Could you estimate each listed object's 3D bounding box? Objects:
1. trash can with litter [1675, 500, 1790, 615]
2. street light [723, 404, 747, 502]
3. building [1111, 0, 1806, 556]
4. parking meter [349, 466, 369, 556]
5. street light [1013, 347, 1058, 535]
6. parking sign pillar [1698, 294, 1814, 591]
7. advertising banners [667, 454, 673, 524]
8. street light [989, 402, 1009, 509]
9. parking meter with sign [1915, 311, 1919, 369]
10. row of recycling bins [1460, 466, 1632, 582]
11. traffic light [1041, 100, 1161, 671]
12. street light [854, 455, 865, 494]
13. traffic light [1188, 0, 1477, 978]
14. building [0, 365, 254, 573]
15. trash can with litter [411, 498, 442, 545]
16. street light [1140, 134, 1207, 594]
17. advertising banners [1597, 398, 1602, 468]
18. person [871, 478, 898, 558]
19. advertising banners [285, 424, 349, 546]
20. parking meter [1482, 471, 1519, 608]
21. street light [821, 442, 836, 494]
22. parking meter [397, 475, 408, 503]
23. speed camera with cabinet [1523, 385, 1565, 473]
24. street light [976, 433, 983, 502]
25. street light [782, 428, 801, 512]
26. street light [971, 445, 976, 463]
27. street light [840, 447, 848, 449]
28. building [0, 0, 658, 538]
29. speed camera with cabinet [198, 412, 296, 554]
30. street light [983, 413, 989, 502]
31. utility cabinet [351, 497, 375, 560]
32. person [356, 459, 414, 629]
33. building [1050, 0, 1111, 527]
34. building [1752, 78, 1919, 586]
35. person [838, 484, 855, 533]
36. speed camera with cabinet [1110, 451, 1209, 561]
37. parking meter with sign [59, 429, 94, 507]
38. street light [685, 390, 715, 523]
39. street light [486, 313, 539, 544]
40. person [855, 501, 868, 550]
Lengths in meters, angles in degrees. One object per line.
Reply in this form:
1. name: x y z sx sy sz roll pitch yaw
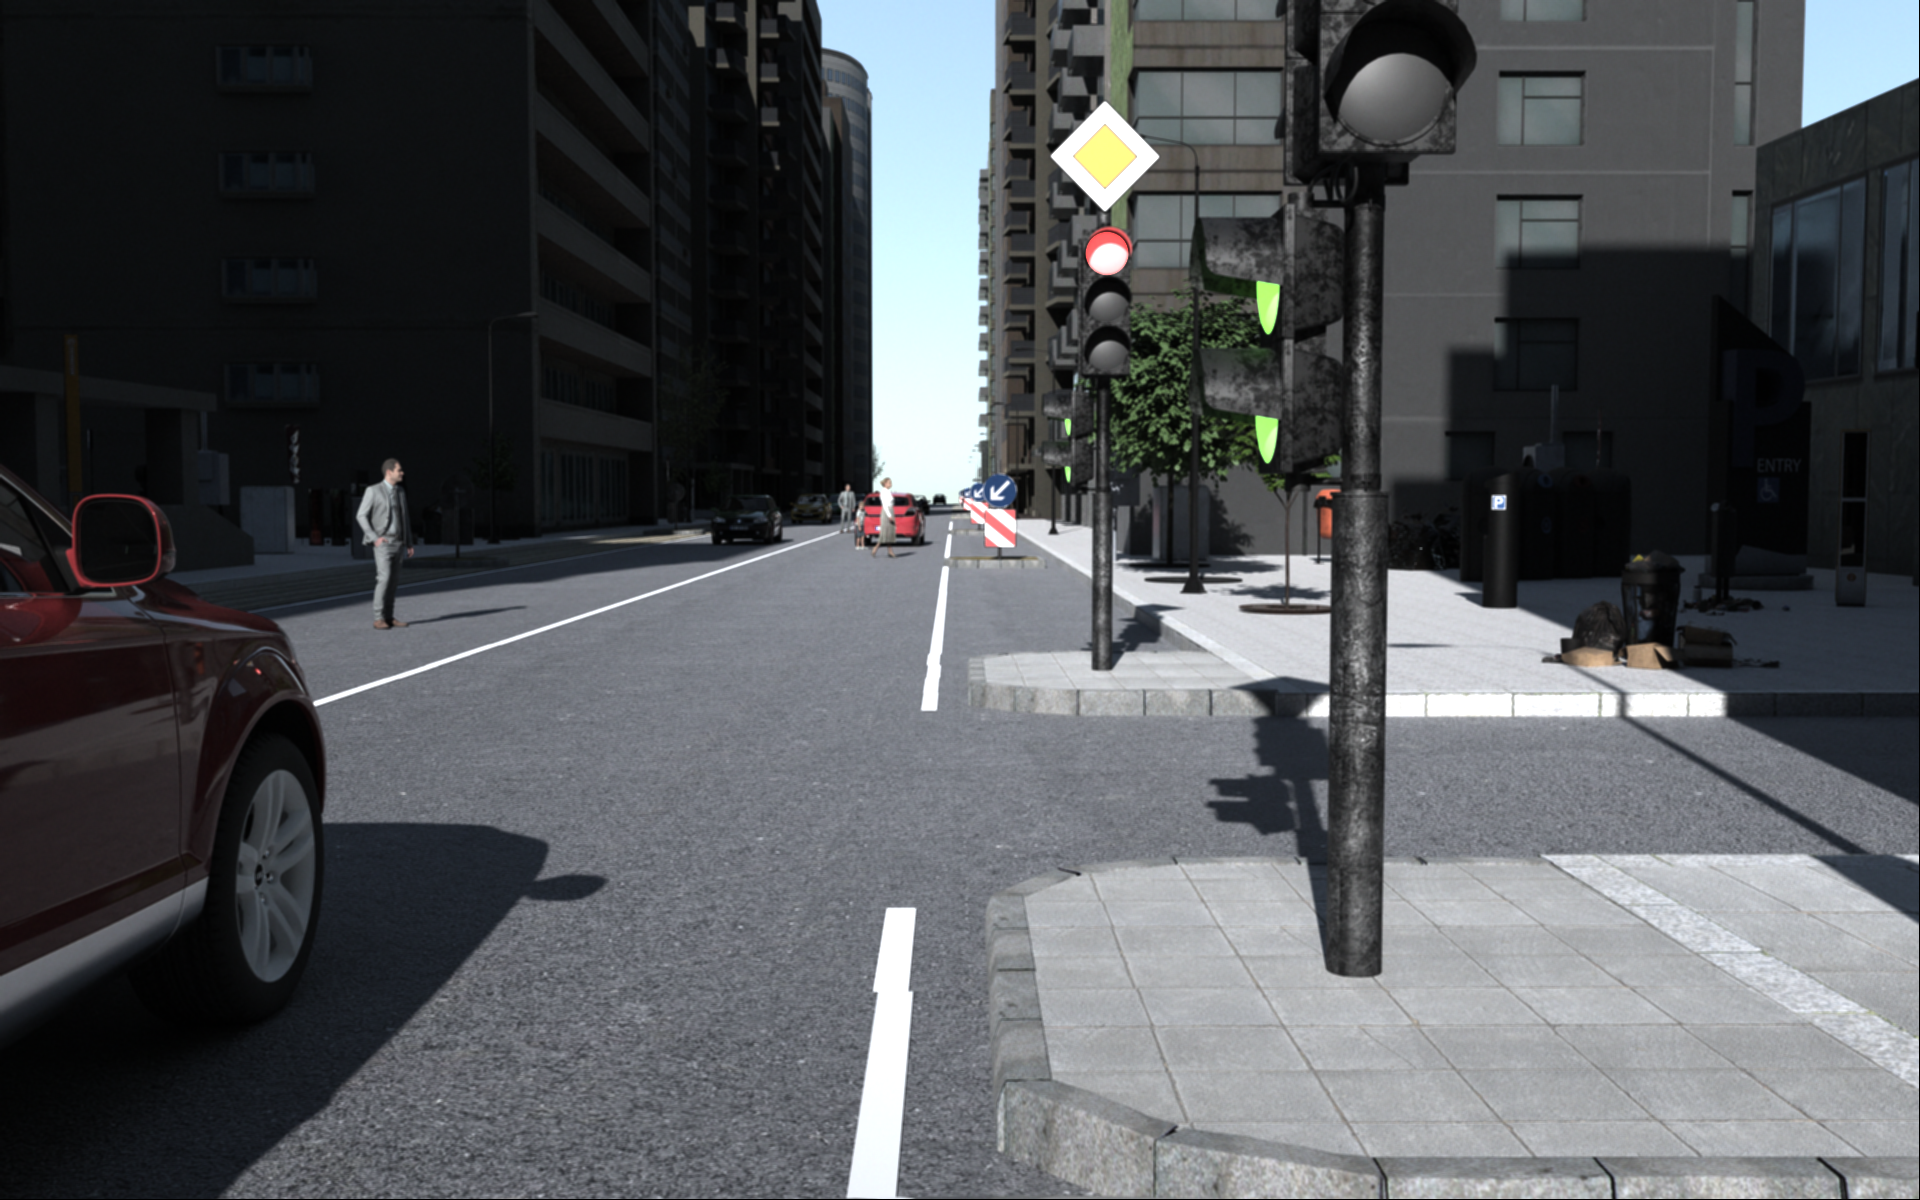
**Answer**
1. trash can with litter: 8.355 -0.507 19.350 1.678 1.210 2.233 2 4 32
2. street light: -11.601 -7.119 88.931 1.470 5.913 1.316 0 4 0
3. building: 10.555 -21.913 41.865 14.154 41.232 14.086 0 4 0
4. parking meter: -12.396 -1.839 35.784 0.399 1.863 0.255 3 5 44
5. street light: 2.425 -5.031 54.801 1.470 5.913 1.316 0 4 0
6. parking sign pillar: 10.866 -2.145 23.548 1.447 3.967 1.447 -1 4 -13
7. advertising banners: -12.533 -4.816 74.929 0.090 3.025 2.074 -1 4 -15
8. street light: 2.359 -7.043 87.688 1.470 5.913 1.316 0 4 0
9. parking meter with sign: 9.800 -1.206 15.974 0.543 3.016 1.738 -2 4 -35
10. row of recycling bins: 8.869 -1.172 26.269 3.534 1.692 1.069 -2 4 -35
11. traffic light: 1.018 -1.444 12.537 0.839 4.253 0.868 0 4 0
12. street light: -11.979 -14.227 205.144 1.470 5.913 1.316 0 4 0
13. traffic light: 1.043 -0.956 4.552 0.839 4.253 0.868 0 4 0
14. building: -28.908 -20.269 23.272 32.217 40.220 23.993 0 4 0
15. trash can with litter: -13.620 -1.989 43.913 1.055 1.170 0.624 -1 4 -11
16. street light: 2.490 -3.043 22.286 1.470 5.913 1.316 0 4 0
17. advertising banners: 12.040 -2.234 32.706 0.090 3.025 2.074 1 4 20
18. person: -1.707 -1.851 38.991 0.641 1.798 0.478 1 4 22
19. advertising banners: -16.007 -2.867 43.057 2.074 3.025 0.090 2 4 28
20. parking meter: 6.109 -0.682 19.564 0.372 1.533 0.369 0 3 0
21. street light: -11.705 -11.054 153.274 1.470 5.913 1.316 0 4 0
22. parking meter: -14.934 -2.475 46.177 0.399 1.863 0.255 -1 4 -18
23. speed camera with cabinet: 10.603 -2.317 32.225 0.660 3.252 2.038 0 4 -1
24. street light: 2.179 -9.761 132.137 1.470 5.913 1.316 0 4 0
25. street light: -11.766 -9.087 121.112 1.470 5.913 1.316 0 4 0
26. street light: 1.999 -11.725 164.244 1.470 5.913 1.316 0 4 0
27. street light: -11.890 -12.228 172.469 1.470 5.913 1.316 0 4 0
28. building: -23.097 -26.657 59.544 21.300 48.544 21.600 0 4 0
29. speed camera with cabinet: -15.382 -2.615 37.092 2.038 3.252 0.660 0 4 -4
30. street light: 2.213 -7.747 99.201 1.470 5.913 1.316 0 4 0
31. utility cabinet: -11.618 -1.419 34.368 0.306 1.237 1.020 1 4 17
32. person: -6.149 -0.612 18.610 0.391 1.810 0.635 1 4 16
33. building: 15.261 -27.660 71.855 23.786 49.044 30.456 0 4 0
34. building: 28.830 -43.249 19.798 31.000 86.520 22.319 0 4 0
35. person: -4.189 -3.395 64.114 0.635 1.810 0.391 -1 4 -16
36. speed camera with cabinet: 3.741 -2.385 33.329 2.038 3.252 0.660 -1 4 -9
37. parking meter with sign: -23.907 -3.033 45.856 1.738 3.016 0.543 -2 4 -30
38. street light: -11.585 -6.399 77.161 1.470 5.913 1.316 0 4 0
39. street light: -11.483 -4.400 44.482 1.470 5.913 1.316 0 4 0
40. person: -2.544 -1.932 44.765 0.332 1.250 0.352 -2 4 -24
